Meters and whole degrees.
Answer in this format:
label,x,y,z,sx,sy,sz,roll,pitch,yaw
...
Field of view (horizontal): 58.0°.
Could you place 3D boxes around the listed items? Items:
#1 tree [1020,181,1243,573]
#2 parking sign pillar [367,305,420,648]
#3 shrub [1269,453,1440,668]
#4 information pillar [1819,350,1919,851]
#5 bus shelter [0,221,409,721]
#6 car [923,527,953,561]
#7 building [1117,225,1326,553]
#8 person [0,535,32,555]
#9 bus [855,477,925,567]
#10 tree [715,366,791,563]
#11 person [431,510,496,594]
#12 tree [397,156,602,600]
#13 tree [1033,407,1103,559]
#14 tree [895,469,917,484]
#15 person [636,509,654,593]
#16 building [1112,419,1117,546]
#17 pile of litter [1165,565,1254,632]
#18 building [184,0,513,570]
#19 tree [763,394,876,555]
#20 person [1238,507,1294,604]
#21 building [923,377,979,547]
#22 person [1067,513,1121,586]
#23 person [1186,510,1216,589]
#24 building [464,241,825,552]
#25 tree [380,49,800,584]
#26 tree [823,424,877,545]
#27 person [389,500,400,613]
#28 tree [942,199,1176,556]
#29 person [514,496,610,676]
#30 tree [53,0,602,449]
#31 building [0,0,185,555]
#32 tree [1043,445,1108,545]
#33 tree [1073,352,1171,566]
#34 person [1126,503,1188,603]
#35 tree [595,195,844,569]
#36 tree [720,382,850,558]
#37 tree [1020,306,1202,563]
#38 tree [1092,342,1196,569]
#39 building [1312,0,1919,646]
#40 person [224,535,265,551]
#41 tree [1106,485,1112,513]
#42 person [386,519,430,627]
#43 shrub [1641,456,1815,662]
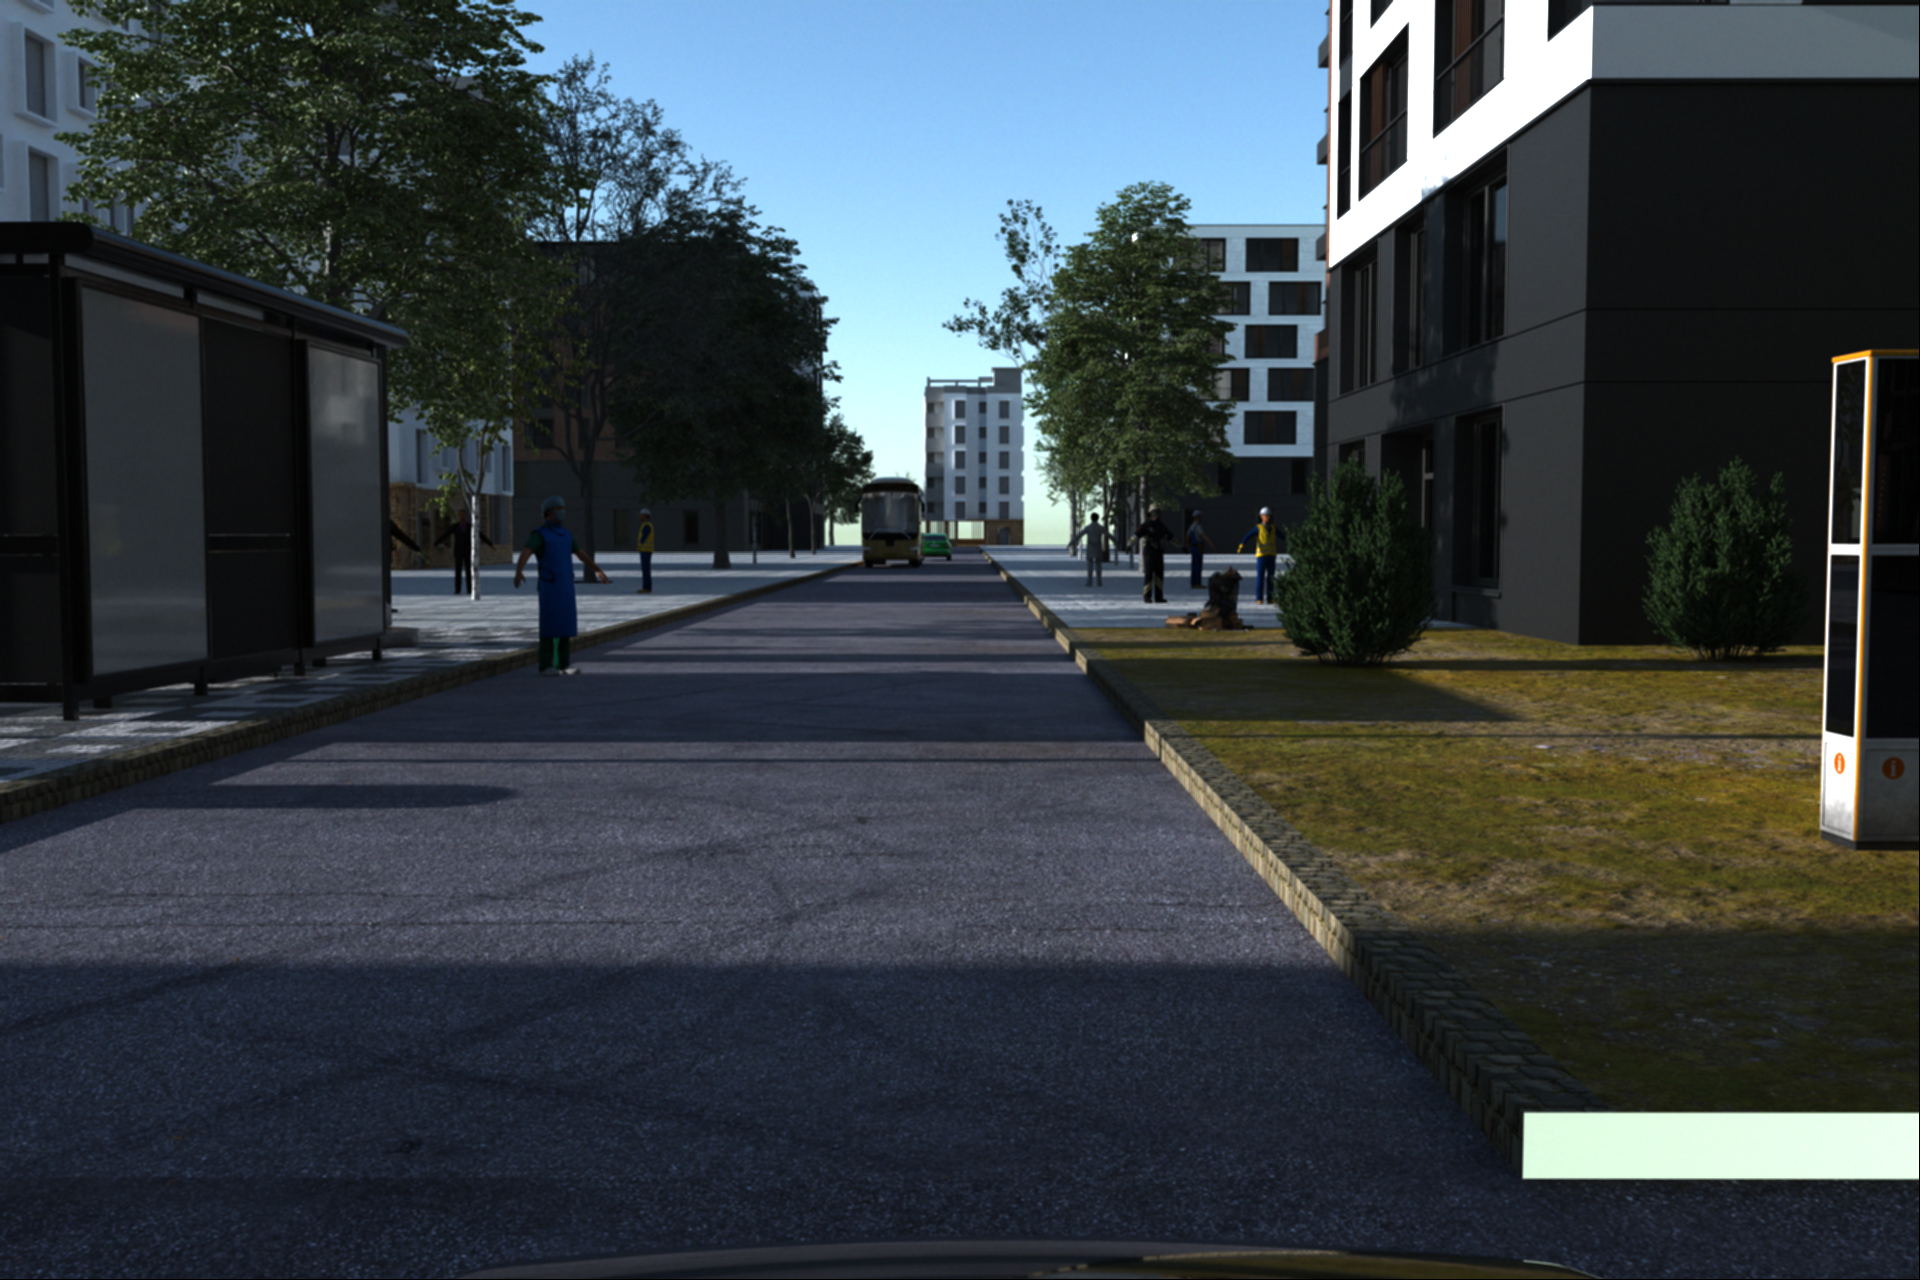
label,x,y,z,sx,sy,sz,roll,pitch,yaw
tree,5.694,-8.465,56.528,7.486,12.596,7.792,0,3,0
parking sign pillar,-6.971,-1.918,19.828,1.447,3.967,1.447,0,4,2
shrub,3.842,-0.785,16.873,1.661,2.075,1.752,0,3,0
information pillar,3.770,-0.159,7.098,0.304,2.012,0.304,0,3,0
bus shelter,-6.811,-2.175,13.186,2.179,5.291,8.768,0,4,2
car,-1.350,-5.198,93.782,1.959,1.807,4.718,0,4,0
building,25.633,-17.551,130.930,27.936,21.610,32.646,0,3,0
person,-12.274,-0.982,22.185,1.348,1.813,0.705,2,4,35
bus,-2.933,-5.294,78.110,2.896,3.916,12.252,0,4,0
tree,-8.939,-7.658,75.575,4.360,8.622,3.978,0,3,0
person,-10.681,-1.898,37.251,1.346,1.802,0.704,-1,4,-20
tree,-9.363,-5.104,33.812,4.737,8.622,4.395,0,3,0
tree,6.327,-8.386,87.481,4.360,8.622,3.978,0,3,0
tree,-6.005,-14.954,194.853,4.360,8.622,3.978,0,3,0
person,-6.894,-1.948,37.812,0.705,1.833,1.349,0,4,-5
building,24.574,-18.436,167.879,16.747,18.905,31.486,0,3,0
pile of litter,3.376,-0.587,23.561,1.176,0.858,1.719,0,3,0
building,-24.394,-12.590,62.272,16.016,20.090,11.380,0,4,-1
tree,-9.077,-10.661,108.712,8.767,10.594,7.601,1,4,14
person,5.646,-1.547,31.763,1.216,1.772,0.721,-1,4,-16
building,-3.909,-20.920,200.915,11.380,20.090,16.016,0,4,0
person,3.293,-2.221,42.493,1.347,1.806,0.705,0,4,-6
person,5.611,-2.136,40.785,0.705,1.847,1.347,-1,4,-21
building,-25.812,-17.947,137.402,27.936,21.610,32.646,0,4,0
tree,-9.782,-8.231,44.941,12.009,13.543,11.850,0,3,0
tree,-14.381,-17.628,194.868,9.857,13.997,8.962,0,3,0
person,-9.384,-1.365,28.247,0.705,1.837,1.347,0,4,-7
tree,5.132,-14.921,99.853,12.611,20.169,13.585,0,3,0
person,-4.088,-0.551,17.595,0.704,1.817,1.347,2,4,29
tree,-9.135,-6.579,25.690,7.486,12.596,7.792,0,3,0
building,-27.600,-11.096,37.837,16.016,20.090,11.380,0,4,0
tree,13.687,-16.852,201.282,9.928,11.665,9.643,0,3,0
tree,6.135,-7.334,70.272,4.360,8.622,3.978,0,3,0
person,3.633,-1.620,32.274,1.354,1.856,0.705,-2,4,-27
tree,-8.951,-9.624,64.004,9.857,13.997,8.962,0,3,0
tree,-9.293,-9.660,92.355,7.601,10.594,8.767,0,4,3
tree,6.753,-9.308,77.936,9.928,11.665,9.643,0,3,0
tree,6.495,-6.958,64.128,4.737,8.622,4.395,0,3,0
building,21.082,-11.710,35.432,27.936,21.610,32.646,0,4,0
person,-15.171,-1.823,36.602,0.721,1.733,1.217,1,4,21
tree,18.197,-14.932,194.492,4.737,8.622,4.395,0,3,0
person,-7.277,-0.942,21.537,1.346,1.812,0.704,-3,4,-37
shrub,7.824,-0.832,17.639,1.661,2.075,1.752,0,3,0
